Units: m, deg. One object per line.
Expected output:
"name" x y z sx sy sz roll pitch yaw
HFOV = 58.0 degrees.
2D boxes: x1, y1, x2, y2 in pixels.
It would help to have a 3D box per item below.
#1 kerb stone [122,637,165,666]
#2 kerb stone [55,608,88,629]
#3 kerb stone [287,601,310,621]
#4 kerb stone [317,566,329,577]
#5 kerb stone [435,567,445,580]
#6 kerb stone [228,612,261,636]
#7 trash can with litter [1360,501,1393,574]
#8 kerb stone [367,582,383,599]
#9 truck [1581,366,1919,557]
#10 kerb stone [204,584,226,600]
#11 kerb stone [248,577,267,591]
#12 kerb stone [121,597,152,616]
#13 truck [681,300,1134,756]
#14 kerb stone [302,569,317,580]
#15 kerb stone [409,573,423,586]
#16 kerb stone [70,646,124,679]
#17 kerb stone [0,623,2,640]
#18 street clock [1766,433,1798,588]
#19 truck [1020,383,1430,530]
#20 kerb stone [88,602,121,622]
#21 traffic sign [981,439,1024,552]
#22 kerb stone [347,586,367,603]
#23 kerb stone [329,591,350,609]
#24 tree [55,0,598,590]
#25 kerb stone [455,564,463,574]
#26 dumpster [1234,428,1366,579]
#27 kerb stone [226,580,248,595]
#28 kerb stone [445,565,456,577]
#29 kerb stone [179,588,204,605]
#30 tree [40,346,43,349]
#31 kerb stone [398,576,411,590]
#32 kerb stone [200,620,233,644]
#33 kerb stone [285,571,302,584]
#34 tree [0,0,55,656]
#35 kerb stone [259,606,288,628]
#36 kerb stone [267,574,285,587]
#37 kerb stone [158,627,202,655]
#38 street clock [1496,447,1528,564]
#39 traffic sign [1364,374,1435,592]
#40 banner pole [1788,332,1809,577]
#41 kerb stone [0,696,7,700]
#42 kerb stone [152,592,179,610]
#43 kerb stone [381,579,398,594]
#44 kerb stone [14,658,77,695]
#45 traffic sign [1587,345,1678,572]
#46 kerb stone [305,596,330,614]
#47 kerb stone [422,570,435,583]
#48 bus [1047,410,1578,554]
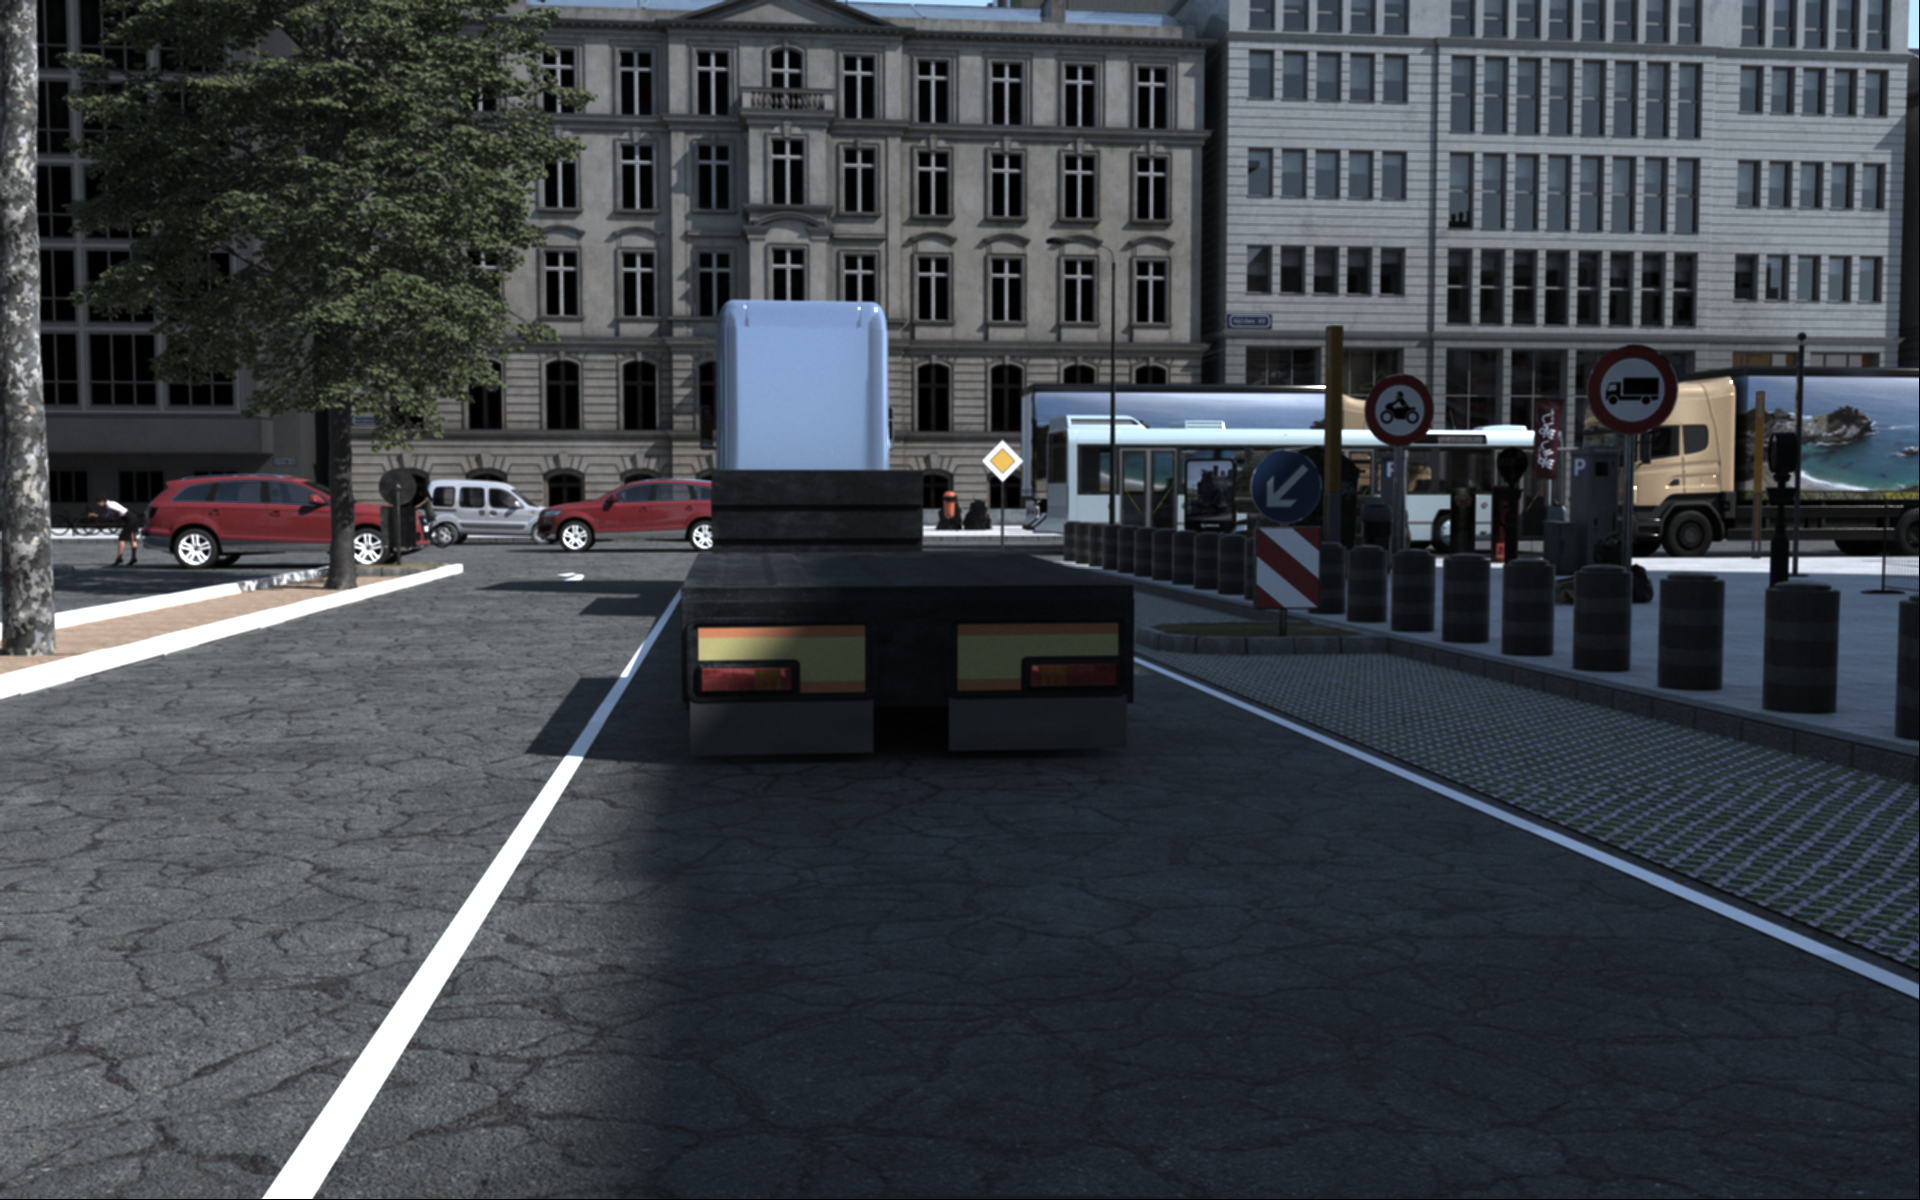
"kerb stone" -7.086 0.457 14.877 0.120 0.150 1.000 0 4 -7
"kerb stone" -9.666 0.218 18.639 0.120 0.150 1.000 0 4 -7
"kerb stone" -7.713 0.143 19.971 0.120 0.150 1.000 0 4 -7
"kerb stone" -11.055 -0.461 29.835 0.120 0.150 1.000 0 4 -7
"kerb stone" -8.854 -0.421 29.150 0.120 0.150 1.000 0 4 -7
"kerb stone" -7.464 0.265 17.932 0.120 0.150 1.000 0 4 -7
"trash can with litter" 6.696 -0.991 27.590 0.624 1.170 1.055 1 4 10
"kerb stone" -8.220 -0.114 24.052 0.120 0.150 1.000 0 4 -7
"truck" 19.167 -3.083 39.324 11.283 4.237 2.839 0 4 -8
"kerb stone" -10.298 -0.094 23.728 0.120 0.150 1.000 0 4 -7
"kerb stone" -10.544 -0.217 25.767 0.120 0.150 1.000 0 4 -7
"kerb stone" -9.914 0.093 20.677 0.120 0.150 1.000 0 4 -7
"truck" -1.446 -1.752 18.400 2.967 4.110 18.799 0 4 -7
"kerb stone" -10.924 -0.405 28.819 0.120 0.150 1.000 0 4 -7
"kerb stone" -8.601 -0.300 27.113 0.120 0.150 1.000 0 4 -7
"kerb stone" -6.957 0.510 13.858 0.120 0.150 1.000 0 4 -7
"kerb stone" -9.535 0.280 17.618 0.120 0.150 1.000 0 4 -7
"street clock" 9.691 -0.971 20.449 0.358 2.002 0.471 1 4 13
"truck" 7.303 -3.463 45.527 11.283 4.237 2.839 0 4 -5
"kerb stone" -9.792 0.155 19.660 0.120 0.150 1.000 0 4 -7
"traffic sign" 0.777 -1.723 31.812 0.795 2.450 0.064 0 4 -7
"kerb stone" -8.090 -0.051 23.031 0.120 0.150 1.000 0 4 -7
"kerb stone" -7.966 0.018 22.014 0.120 0.150 1.000 0 4 -7
"tree" -9.418 -6.447 25.996 7.486 12.596 7.792 0 3 0
"kerb stone" -9.099 -0.549 31.195 0.120 0.150 1.000 0 4 -7
"dumpster" 5.190 -1.468 26.488 1.502 2.255 1.985 0 4 -7
"kerb stone" -10.423 -0.156 24.749 0.120 0.150 1.000 0 4 -7
"kerb stone" -8.978 -0.487 30.178 0.120 0.150 1.000 0 4 -7
"kerb stone" -10.165 -0.030 22.711 0.120 0.150 1.000 0 4 -7
"tree" -31.789 -6.438 55.631 4.360 8.622 3.978 0 3 0
"kerb stone" -8.472 -0.230 26.098 0.120 0.150 1.000 0 4 -7
"kerb stone" -7.339 0.329 16.915 0.120 0.150 1.000 0 4 -7
"kerb stone" -10.792 -0.343 27.803 0.120 0.150 1.000 0 4 -7
"tree" -9.613 -9.614 15.533 12.611 20.169 13.585 0 3 0
"kerb stone" -7.580 0.199 18.950 0.120 0.150 1.000 0 4 -7
"kerb stone" -10.671 -0.275 26.785 0.120 0.150 1.000 0 4 -7
"kerb stone" -7.204 0.386 15.895 0.120 0.150 1.000 0 4 -7
"street clock" 8.578 -1.369 26.950 0.471 2.002 0.358 1 4 16
"traffic sign" 4.668 -1.125 18.504 0.768 2.556 0.104 0 4 -6
"banner pole" 13.115 -2.271 27.140 0.401 3.779 0.863 1 4 20
"kerb stone" -6.703 0.637 11.825 0.120 0.150 1.000 0 4 -7
"kerb stone" -10.042 0.031 21.694 0.120 0.150 1.000 0 4 -7
"kerb stone" -8.345 -0.176 25.080 0.120 0.150 1.000 0 4 -7
"kerb stone" -6.823 0.574 12.843 0.120 0.150 1.000 0 4 -7
"traffic sign" 5.740 -0.904 14.879 0.768 2.556 0.104 0 4 2
"kerb stone" -7.847 0.075 20.993 0.120 0.150 1.000 0 4 -7
"kerb stone" -8.726 -0.359 28.130 0.120 0.150 1.000 0 4 -7
"bus" 8.855 -2.898 42.248 13.247 3.499 2.948 -1 4 -8
